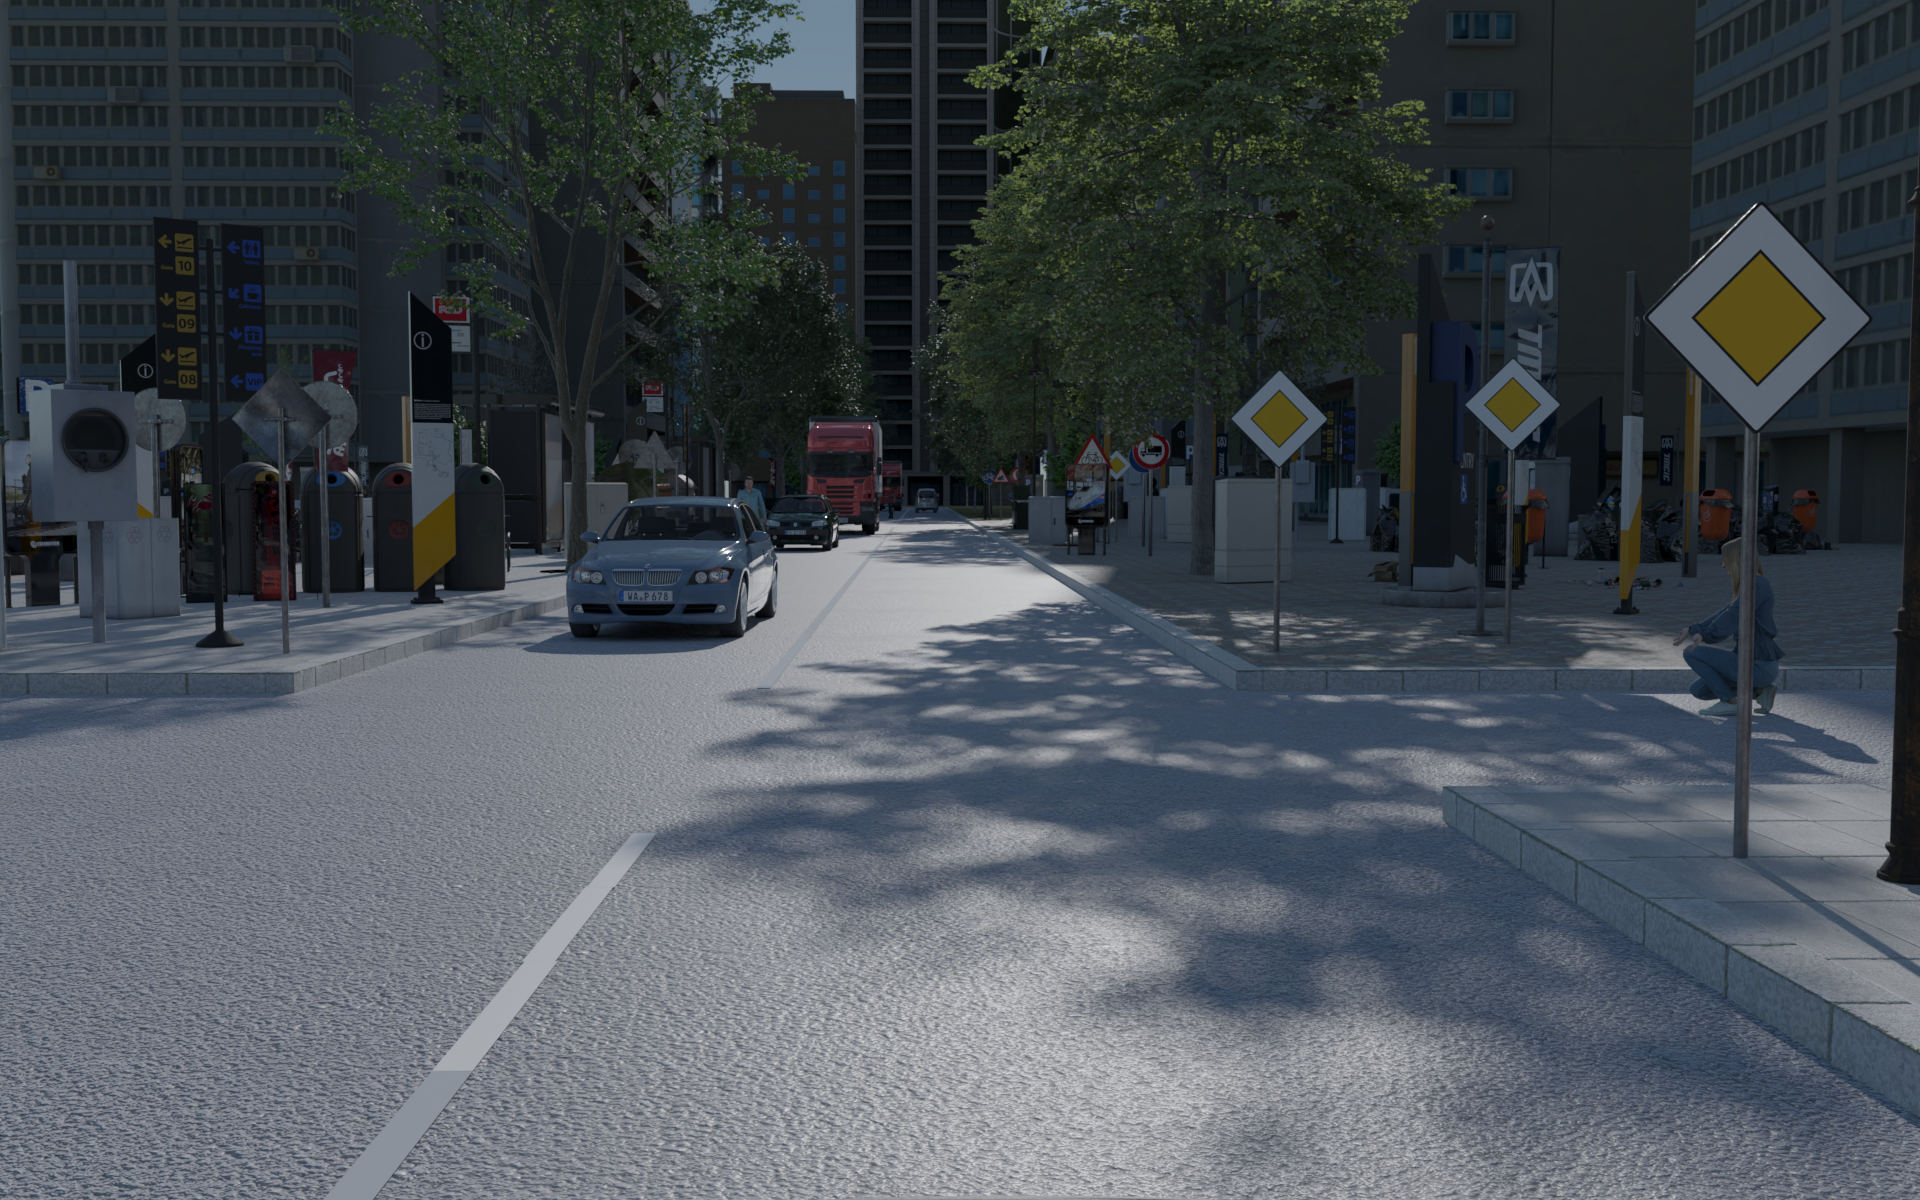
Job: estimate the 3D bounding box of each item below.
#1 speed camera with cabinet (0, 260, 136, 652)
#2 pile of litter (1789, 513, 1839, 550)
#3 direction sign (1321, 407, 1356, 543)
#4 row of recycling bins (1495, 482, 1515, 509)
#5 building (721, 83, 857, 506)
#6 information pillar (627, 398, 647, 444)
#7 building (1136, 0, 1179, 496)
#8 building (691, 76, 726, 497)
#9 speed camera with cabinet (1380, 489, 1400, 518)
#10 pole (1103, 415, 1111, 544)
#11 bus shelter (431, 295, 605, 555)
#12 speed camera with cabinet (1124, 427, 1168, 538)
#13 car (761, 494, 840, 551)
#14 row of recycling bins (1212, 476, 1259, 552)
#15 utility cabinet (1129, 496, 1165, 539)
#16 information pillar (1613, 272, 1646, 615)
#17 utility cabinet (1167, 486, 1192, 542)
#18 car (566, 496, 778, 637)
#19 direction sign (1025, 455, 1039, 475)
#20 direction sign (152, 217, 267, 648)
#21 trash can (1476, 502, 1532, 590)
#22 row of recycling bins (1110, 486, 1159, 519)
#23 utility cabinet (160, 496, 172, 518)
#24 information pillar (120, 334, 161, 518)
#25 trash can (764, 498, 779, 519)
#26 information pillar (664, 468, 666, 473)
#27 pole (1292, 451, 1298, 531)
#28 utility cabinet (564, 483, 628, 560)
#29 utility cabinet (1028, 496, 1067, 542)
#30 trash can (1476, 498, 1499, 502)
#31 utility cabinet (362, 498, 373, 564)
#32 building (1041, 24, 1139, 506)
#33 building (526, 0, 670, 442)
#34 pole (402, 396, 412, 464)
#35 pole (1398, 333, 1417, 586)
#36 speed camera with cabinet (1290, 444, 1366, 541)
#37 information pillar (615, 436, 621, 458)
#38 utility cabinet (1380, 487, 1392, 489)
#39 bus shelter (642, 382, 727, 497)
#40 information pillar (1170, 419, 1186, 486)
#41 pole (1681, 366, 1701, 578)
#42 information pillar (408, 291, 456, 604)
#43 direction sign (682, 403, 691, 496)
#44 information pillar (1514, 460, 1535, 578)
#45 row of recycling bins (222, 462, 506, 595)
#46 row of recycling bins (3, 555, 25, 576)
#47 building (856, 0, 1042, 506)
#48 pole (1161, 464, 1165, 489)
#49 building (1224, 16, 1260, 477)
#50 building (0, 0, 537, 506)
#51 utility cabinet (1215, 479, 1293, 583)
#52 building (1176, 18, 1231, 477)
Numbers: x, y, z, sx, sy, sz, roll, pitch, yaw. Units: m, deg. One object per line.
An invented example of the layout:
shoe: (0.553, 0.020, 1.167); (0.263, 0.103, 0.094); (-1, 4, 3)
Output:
speed camera with cabinet: (-7.892, -1.213, 14.165); (0.660, 3.252, 2.038); (3, 5, 44)
pile of litter: (19.488, -1.607, 40.246); (1.176, 0.858, 1.719); (-2, 4, -27)
direction sign: (9.819, -3.244, 45.031); (0.876, 3.537, 0.379); (0, 4, 7)
row of recycling bins: (19.379, -3.233, 59.964); (1.069, 1.692, 3.534); (0, 4, 3)
building: (-18.439, -33.161, 192.292); (14.200, 45.320, 14.600); (0, 4, -1)
information pillar: (-7.877, -3.122, 42.402); (0.504, 3.616, 0.183); (0, 4, -4)
building: (24.633, -36.380, 136.819); (21.231, 58.520, 28.212); (0, 4, -1)
building: (-41.095, -35.354, 197.640); (30.456, 49.044, 23.786); (0, 4, -1)
speed camera with cabinet: (14.203, -3.733, 55.365); (2.038, 3.252, 0.660); (-2, 4, -28)
pole: (3.793, -3.109, 44.667); (0.158, 3.312, 0.155); (0, 3, 0)
bus shelter: (-9.629, -3.678, 37.764); (2.179, 5.291, 8.768); (0, 4, -1)
speed camera with cabinet: (5.859, -3.465, 50.995); (2.038, 3.252, 0.660); (1, 4, 9)
car: (-4.097, -2.155, 45.025); (2.009, 1.686, 4.222); (0, 4, 0)
row of recycling bins: (6.382, -2.004, 39.882); (1.069, 1.692, 3.534); (2, 4, 24)
utility cabinet: (5.385, -2.366, 49.845); (1.020, 1.237, 0.306); (0, 4, 5)
information pillar: (7.191, -1.662, 18.522); (0.183, 3.616, 0.504); (3, 4, 36)
utility cabinet: (5.948, -2.255, 45.545); (0.318, 1.500, 1.173); (-2, 4, -32)
car: (-3.017, -0.420, 18.868); (2.014, 1.417, 4.499); (0, 4, 0)
direction sign: (3.422, -5.552, 82.764); (0.876, 3.537, 0.379); (-2, 4, -32)
direction sign: (-6.246, -1.377, 14.511); (0.876, 3.537, 0.379); (-3, 5, -40)
trash can: (7.323, -0.718, 23.393); (0.748, 1.137, 0.748); (0, 3, 0)
row of recycling bins: (8.572, -4.974, 88.438); (3.534, 1.692, 1.069); (2, 4, 35)
utility cabinet: (-22.437, -2.305, 48.849); (1.020, 1.237, 0.306); (-3, 4, -39)
information pillar: (-11.897, -2.070, 25.191); (0.504, 3.616, 0.183); (-2, 4, -30)
trash can: (-7.141, -3.330, 66.102); (0.748, 1.137, 0.748); (0, 3, 0)
information pillar: (-15.017, -5.917, 88.093); (0.504, 3.616, 0.183); (1, 4, 11)
pole: (11.541, -4.028, 59.701); (0.158, 3.312, 0.155); (0, 3, 0)
utility cabinet: (-6.995, -1.508, 33.328); (1.173, 1.500, 0.318); (-1, 4, -21)
utility cabinet: (2.354, -2.156, 46.411); (1.020, 1.237, 0.306); (0, 4, 8)
trash can: (17.783, -2.864, 58.472); (0.748, 1.137, 0.748); (0, 3, 0)
utility cabinet: (-10.934, -1.290, 32.249); (0.306, 1.237, 1.020); (-2, 4, -33)
building: (23.040, -37.376, 200.343); (27.495, 52.752, 28.713); (0, 4, -1)
building: (-32.900, -30.513, 122.588); (21.300, 48.544, 21.600); (0, 4, -1)
pole: (-11.543, -2.593, 36.246); (0.158, 3.312, 0.155); (0, 3, 0)
pole: (5.736, -1.731, 22.138); (0.158, 3.312, 0.155); (0, 3, 0)
speed camera with cabinet: (10.093, -3.253, 47.523); (2.038, 3.252, 0.660); (1, 4, 10)
information pillar: (-13.666, -4.771, 69.355); (0.183, 3.616, 0.504); (1, 4, 10)
utility cabinet: (13.814, -2.964, 57.136); (0.318, 1.500, 1.173); (-1, 4, -15)
bus shelter: (-10.136, -5.259, 63.614); (2.179, 5.291, 8.768); (0, 4, -1)
information pillar: (6.539, -3.707, 51.965); (0.504, 3.616, 0.183); (-1, 4, -16)
pole: (11.243, -2.004, 26.608); (0.158, 3.312, 0.155); (0, 3, 0)
information pillar: (-6.171, -1.765, 20.216); (0.504, 3.616, 0.183); (-2, 4, -29)
direction sign: (-6.860, -3.152, 43.525); (0.379, 3.537, 0.876); (0, 4, 2)
information pillar: (8.655, -2.160, 26.672); (0.183, 3.616, 0.504); (2, 4, 33)
row of recycling bins: (-7.828, -0.960, 22.809); (3.534, 1.692, 1.069); (-1, 4, -19)
row of recycling bins: (-15.264, -1.166, 26.180); (1.069, 1.692, 3.534); (0, 4, 0)
building: (-1.131, -46.344, 195.980); (20.611, 71.187, 20.563); (0, 4, -1)
pole: (8.009, -4.556, 68.326); (0.158, 3.312, 0.155); (0, 3, 0)
building: (22.528, -20.196, 101.899); (14.160, 30.474, 14.107); (0, 4, -1)
building: (-38.468, -24.950, 99.813); (32.217, 40.220, 23.993); (0, 4, -1)
utility cabinet: (4.239, -1.000, 25.036); (1.173, 1.500, 0.318); (-2, 4, -29)
building: (22.495, -28.469, 115.576); (14.600, 45.320, 14.200); (0, 4, -1)
